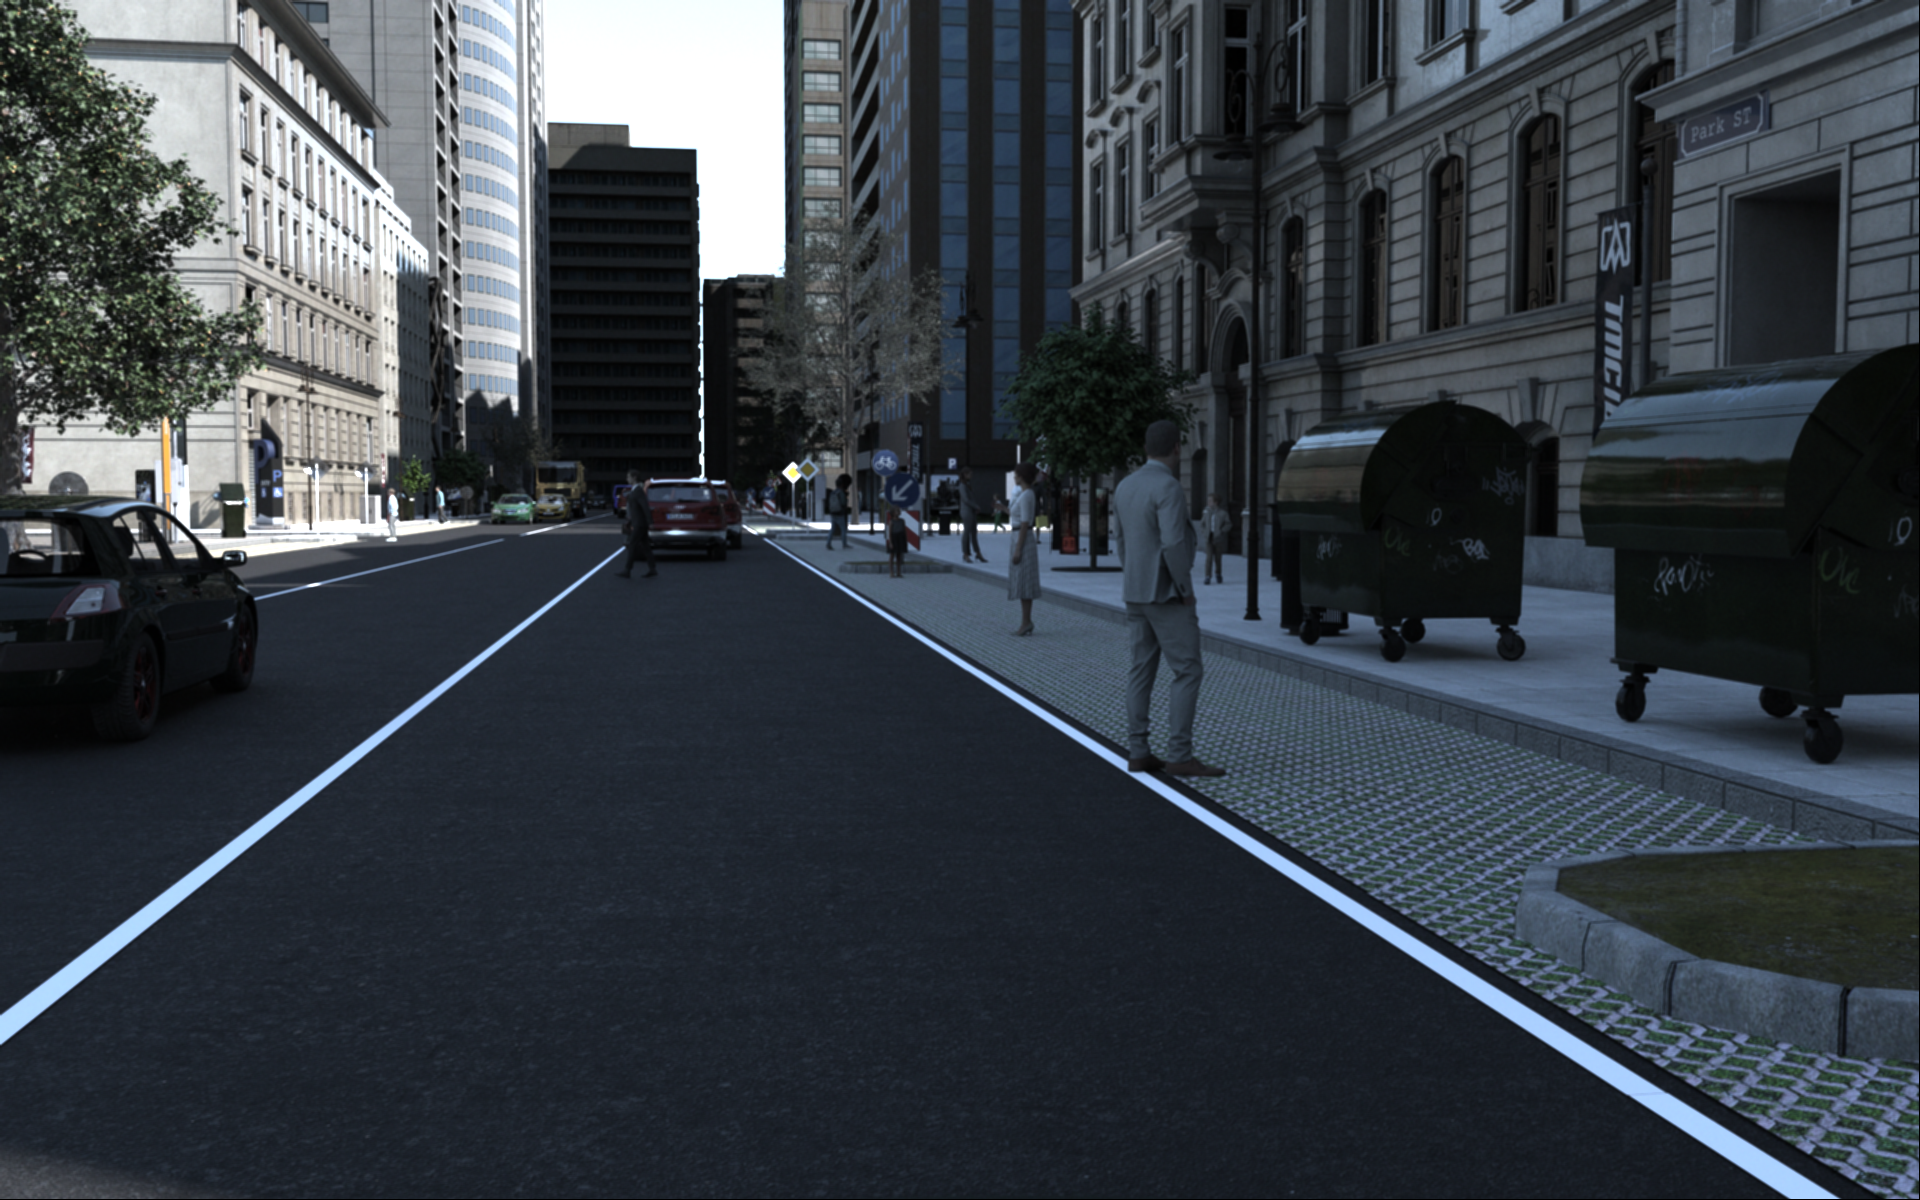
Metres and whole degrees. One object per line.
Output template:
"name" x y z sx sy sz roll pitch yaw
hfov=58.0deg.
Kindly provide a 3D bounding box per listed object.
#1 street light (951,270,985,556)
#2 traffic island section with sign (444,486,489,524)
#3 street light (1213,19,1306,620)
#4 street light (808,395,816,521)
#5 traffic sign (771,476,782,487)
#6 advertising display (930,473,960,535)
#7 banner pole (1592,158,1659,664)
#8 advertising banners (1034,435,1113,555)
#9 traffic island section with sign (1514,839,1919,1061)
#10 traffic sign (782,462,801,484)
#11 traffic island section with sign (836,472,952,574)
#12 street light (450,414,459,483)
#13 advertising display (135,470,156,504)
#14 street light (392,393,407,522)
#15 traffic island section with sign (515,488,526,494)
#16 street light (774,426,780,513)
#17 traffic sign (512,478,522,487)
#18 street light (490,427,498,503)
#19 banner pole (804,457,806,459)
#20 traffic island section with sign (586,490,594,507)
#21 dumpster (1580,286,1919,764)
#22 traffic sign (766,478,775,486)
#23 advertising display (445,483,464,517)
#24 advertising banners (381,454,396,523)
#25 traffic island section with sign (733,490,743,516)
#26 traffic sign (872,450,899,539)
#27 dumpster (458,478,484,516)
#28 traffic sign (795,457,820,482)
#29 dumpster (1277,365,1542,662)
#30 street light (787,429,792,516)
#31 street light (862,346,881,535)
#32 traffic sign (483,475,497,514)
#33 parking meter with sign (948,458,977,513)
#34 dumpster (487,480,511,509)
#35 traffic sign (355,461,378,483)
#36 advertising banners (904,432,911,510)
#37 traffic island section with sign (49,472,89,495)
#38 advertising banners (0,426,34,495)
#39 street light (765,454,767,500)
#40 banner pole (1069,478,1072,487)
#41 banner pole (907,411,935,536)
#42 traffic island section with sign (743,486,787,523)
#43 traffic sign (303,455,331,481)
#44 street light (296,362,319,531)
"street light" 0.155 -3.862 35.925 0.468 5.910 1.993 -1 4 -9
"traffic island section with sign" -24.063 -4.642 84.532 1.989 1.847 2.006 -1 4 -9
"street light" 2.985 -2.735 17.504 0.468 5.910 1.993 -1 4 -9
"street light" -6.854 -6.623 81.077 0.468 5.910 1.993 -1 4 -9
"traffic sign" -12.837 -7.455 121.894 0.884 2.594 0.081 0 4 -5
"advertising display" -0.482 -2.984 53.999 0.974 1.923 0.123 0 4 -6
"banner pole" 5.082 -1.421 13.243 0.401 3.779 0.863 -1 4 -15
"advertising banners" 2.344 -2.476 36.671 2.074 3.025 0.090 3 4 39
"traffic island section with sign" 2.836 0.206 5.266 1.989 1.847 2.006 -1 4 -9
"traffic sign" -5.981 -3.678 62.326 0.795 2.593 0.064 -1 4 -9
"traffic island section with sign" -1.258 -1.424 31.909 1.989 1.847 2.006 -1 4 -9
"street light" -28.651 -7.676 98.285 0.468 5.910 1.993 -1 4 -9
"advertising display" -21.689 -2.504 46.154 0.974 1.923 0.123 3 5 43
"street light" -25.651 -6.518 79.359 0.468 5.910 1.993 -1 4 -9
"traffic island section with sign" -28.162 -6.272 111.174 1.989 1.847 2.006 -1 4 -9
"street light" -12.487 -8.889 118.116 0.468 5.910 1.993 -1 4 -9
"traffic sign" -34.245 -8.191 134.026 0.768 2.556 0.104 0 4 -8
"street light" -31.495 -8.847 117.437 0.468 5.910 1.993 -1 4 -9
"banner pole" -10.338 -7.760 116.885 0.401 3.779 0.863 1 4 21
"traffic island section with sign" -39.981 -10.969 187.965 1.989 1.847 2.006 -1 4 -9
"dumpster" 4.395 -0.399 9.010 1.502 2.255 1.985 -1 4 -9
"traffic sign" -14.709 -8.232 134.704 0.768 2.556 0.104 0 4 -3
"advertising display" -28.270 -5.608 96.904 0.974 1.923 0.123 -2 4 -26
"advertising banners" -25.008 -4.867 75.767 0.090 3.025 2.074 0 4 -3
"traffic island section with sign" -13.877 -6.432 113.789 1.989 1.847 2.006 -1 4 -9
"traffic sign" -2.137 -3.033 49.702 0.768 2.556 0.104 0 4 -4
"dumpster" -29.515 -6.220 104.189 1.502 2.255 1.985 -1 4 -9
"traffic sign" -4.765 -3.195 54.433 0.795 2.593 0.064 -1 4 -9
"dumpster" 3.591 -0.703 13.984 1.502 2.255 1.985 -1 4 -9
"street light" -9.725 -7.749 99.491 0.468 5.910 1.993 -1 4 -9
"street light" -2.770 -4.988 54.341 0.468 5.910 1.993 -1 4 -9
"traffic sign" -30.791 -6.944 113.538 0.884 2.594 0.081 -1 4 -8
"parking meter with sign" 0.147 -5.377 84.181 0.543 3.016 1.738 3 4 36
"dumpster" -31.948 -7.174 119.782 1.502 2.255 1.985 -1 4 -9
"traffic sign" -20.606 -3.542 60.102 0.795 2.593 0.064 -1 4 -9
"advertising banners" -1.553 -3.262 49.529 0.090 3.025 2.074 0 4 -8
"traffic island section with sign" -15.682 -1.319 30.201 1.989 1.847 2.006 -1 4 -9
"advertising banners" -24.924 -2.999 45.218 2.074 3.025 0.090 1 4 19
"street light" -15.318 -10.015 136.537 0.468 5.910 1.993 -1 4 -9
"banner pole" 4.364 -4.794 68.399 0.401 3.779 0.863 0 4 -2
"banner pole" -1.184 -3.818 52.442 0.863 3.779 0.401 0 4 -7
"traffic island section with sign" -9.704 -4.777 86.725 1.989 1.847 2.006 -1 4 -9
"traffic sign" -19.391 -3.059 52.210 0.795 2.593 0.064 -1 4 -9
"street light" -22.737 -5.363 60.480 0.468 5.910 1.993 -1 4 -9
